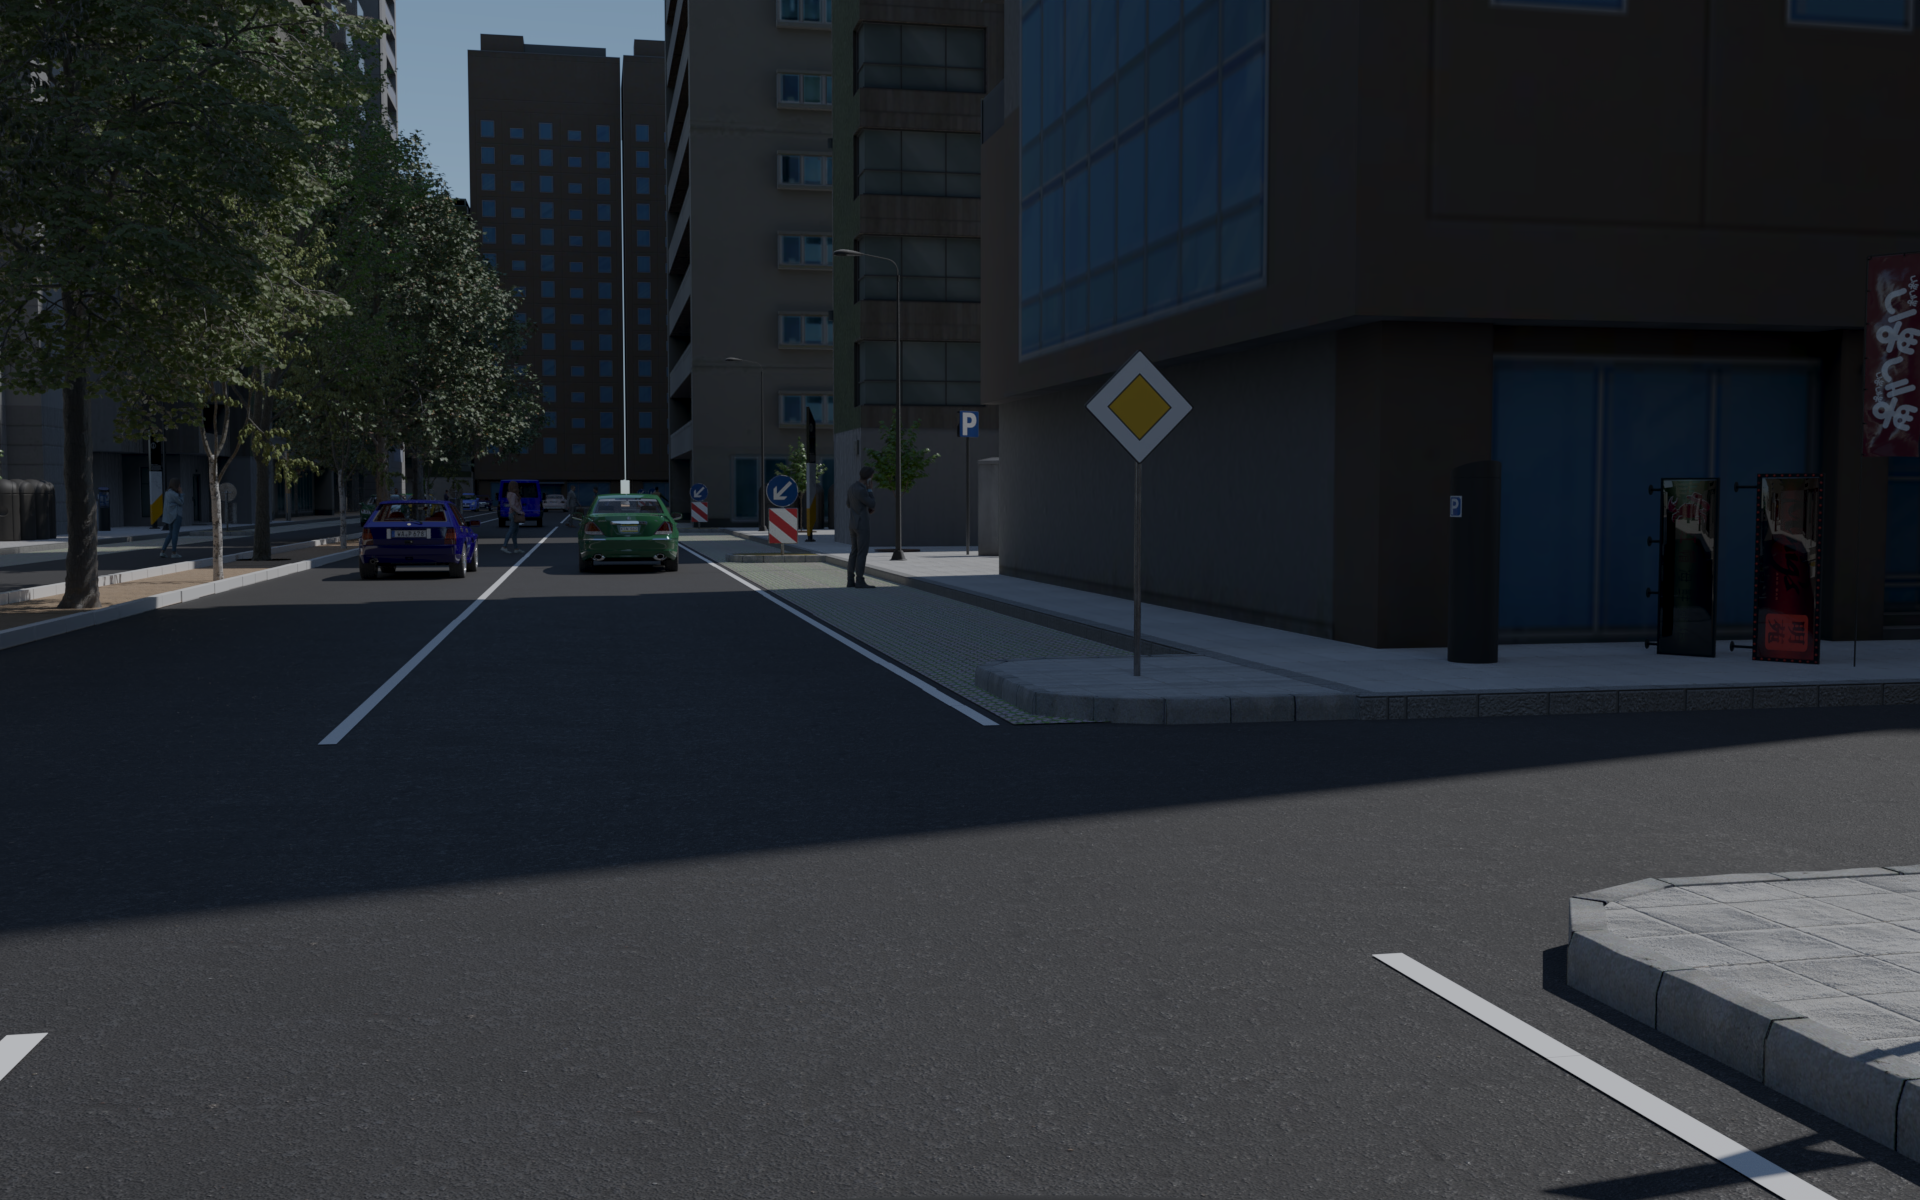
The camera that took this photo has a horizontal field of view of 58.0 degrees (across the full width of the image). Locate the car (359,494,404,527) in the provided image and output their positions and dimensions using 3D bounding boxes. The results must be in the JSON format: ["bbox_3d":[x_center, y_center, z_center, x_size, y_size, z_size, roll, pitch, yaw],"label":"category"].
[{"bbox_3d":[-25.747,-4.028,77.660,2.131,1.459,4.920,-1,4,-12],"label":"car"}]

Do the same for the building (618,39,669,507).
[{"bbox_3d":[-26.770,-32.130,175.437,14.200,45.320,14.600,-1,4,-12],"label":"building"}]

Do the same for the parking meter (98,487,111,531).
[{"bbox_3d":[-29.666,-3.157,60.030,0.372,1.533,0.369,0,3,0],"label":"parking meter"}]

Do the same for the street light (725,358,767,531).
[{"bbox_3d":[-7.309,-5.306,59.302,1.470,5.913,1.316,-1,4,-12],"label":"street light"}]

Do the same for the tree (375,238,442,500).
[{"bbox_3d":[-15.994,-5.620,44.713,4.737,8.622,4.395,0,3,0],"label":"tree"}]

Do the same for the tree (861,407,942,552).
[{"bbox_3d":[-1.465,-2.693,38.639,1.663,3.219,1.824,0,3,0],"label":"tree"}]

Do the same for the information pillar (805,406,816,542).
[{"bbox_3d":[-4.003,-3.375,46.540,0.183,3.616,0.504,1,4,17],"label":"information pillar"}]

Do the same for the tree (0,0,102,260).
[{"bbox_3d":[-9.970,-3.829,15.430,4.360,8.622,3.978,0,3,0],"label":"tree"}]

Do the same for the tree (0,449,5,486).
[{"bbox_3d":[-33.800,-4.048,60.781,1.663,3.219,1.824,0,3,0],"label":"tree"}]

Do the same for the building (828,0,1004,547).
[{"bbox_3d":[3.044,-16.977,49.284,14.160,30.474,14.107,-1,4,-12],"label":"building"}]

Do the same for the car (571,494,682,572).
[{"bbox_3d":[-6.386,-1.314,33.280,2.131,1.459,4.920,-1,4,-11],"label":"car"}]

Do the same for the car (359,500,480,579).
[{"bbox_3d":[-9.534,-1.106,30.665,1.945,1.354,3.894,-1,4,-11],"label":"car"}]

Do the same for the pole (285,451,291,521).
[{"bbox_3d":[-31.951,-5.411,82.313,0.158,3.312,0.155,0,3,0],"label":"pole"}]

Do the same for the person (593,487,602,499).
[{"bbox_3d":[-16.802,-4.368,80.261,0.721,1.781,0.623,-2,4,-27],"label":"person"}]

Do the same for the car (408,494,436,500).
[{"bbox_3d":[-31.352,-5.544,100.865,2.015,1.641,3.980,-1,4,-10],"label":"car"}]

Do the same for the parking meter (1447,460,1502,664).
[{"bbox_3d":[3.926,-0.294,13.222,0.372,1.533,0.369,0,3,0],"label":"parking meter"}]

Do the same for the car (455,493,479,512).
[{"bbox_3d":[-39.687,-7.945,139.490,1.945,1.707,3.694,-1,4,-12],"label":"car"}]

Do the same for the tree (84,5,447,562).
[{"bbox_3d":[-14.801,-6.630,36.616,9.928,11.665,9.643,0,3,0],"label":"tree"}]

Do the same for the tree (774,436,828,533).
[{"bbox_3d":[-5.429,-3.862,57.747,1.663,3.219,1.824,0,3,0],"label":"tree"}]

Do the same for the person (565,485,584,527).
[{"bbox_3d":[-16.631,-4.026,74.443,0.853,1.813,0.709,1,4,12],"label":"person"}]

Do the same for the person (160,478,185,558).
[{"bbox_3d":[-17.728,-1.847,38.955,0.793,1.790,0.793,1,4,10],"label":"person"}]

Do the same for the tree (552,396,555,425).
[{"bbox_3d":[-19.500,-8.719,62.026,9.611,12.733,9.660,0,3,0],"label":"tree"}]

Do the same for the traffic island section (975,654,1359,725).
[{"bbox_3d":[1.267,0.614,12.234,2.009,0.180,2.903,-1,4,-12],"label":"traffic island section"}]

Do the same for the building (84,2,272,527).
[{"bbox_3d":[-36.722,-18.223,69.653,14.160,30.474,14.107,-1,4,-12],"label":"building"}]

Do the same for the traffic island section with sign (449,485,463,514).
[{"bbox_3d":[-24.274,-4.597,83.290,2.006,1.907,1.989,-1,4,-12],"label":"traffic island section with sign"}]

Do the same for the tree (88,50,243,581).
[{"bbox_3d":[-12.107,-4.598,27.996,4.737,8.622,4.395,0,3,0],"label":"tree"}]

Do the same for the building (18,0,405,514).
[{"bbox_3d":[-60.807,-36.637,141.014,28.212,58.520,21.231,-1,4,-12],"label":"building"}]

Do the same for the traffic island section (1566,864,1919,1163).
[{"bbox_3d":[2.928,1.092,4.423,2.009,0.180,2.903,-1,4,-12],"label":"traffic island section"}]

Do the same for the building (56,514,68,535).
[{"bbox_3d":[-36.115,-30.408,39.172,21.231,58.520,28.212,-1,4,-12],"label":"building"}]

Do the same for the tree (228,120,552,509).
[{"bbox_3d":[-17.567,-8.131,52.413,9.611,12.733,9.660,0,3,0],"label":"tree"}]

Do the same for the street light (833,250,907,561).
[{"bbox_3d":[-1.722,-3.709,33.181,1.470,5.913,1.316,-1,4,-12],"label":"street light"}]

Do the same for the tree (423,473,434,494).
[{"bbox_3d":[-48.714,-9.970,157.606,1.663,3.219,1.824,0,3,0],"label":"tree"}]

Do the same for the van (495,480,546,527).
[{"bbox_3d":[-19.438,-4.418,76.619,2.240,2.365,5.245,-1,4,-14],"label":"van"}]

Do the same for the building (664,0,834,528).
[{"bbox_3d":[-1.848,-27.701,76.620,21.300,48.544,21.600,-1,4,-12],"label":"building"}]

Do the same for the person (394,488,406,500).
[{"bbox_3d":[-28.679,-4.825,88.109,1.217,1.743,0.721,-1,4,-10],"label":"person"}]

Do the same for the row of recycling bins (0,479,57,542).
[{"bbox_3d":[-26.120,-2.518,48.276,1.069,1.692,3.534,-1,4,-9],"label":"row of recycling bins"}]

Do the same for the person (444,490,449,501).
[{"bbox_3d":[-33.281,-6.288,112.231,0.530,1.710,0.541,-1,4,-15],"label":"person"}]

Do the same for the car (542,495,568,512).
[{"bbox_3d":[-32.212,-7.678,137.902,2.083,1.381,4.827,-1,4,-10],"label":"car"}]

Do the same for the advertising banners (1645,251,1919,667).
[{"bbox_3d":[6.271,-1.036,13.129,2.074,3.025,0.090,3,5,44],"label":"advertising banners"}]

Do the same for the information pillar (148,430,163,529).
[{"bbox_3d":[-29.598,-4.425,63.711,0.183,3.616,0.504,2,4,26],"label":"information pillar"}]

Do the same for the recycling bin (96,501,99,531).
[{"bbox_3d":[-30.537,-2.971,61.131,0.722,1.027,0.722,-1,4,-17],"label":"recycling bin"}]

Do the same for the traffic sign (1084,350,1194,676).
[{"bbox_3d":[1.246,-0.520,12.152,0.795,2.450,0.064,-1,4,-12],"label":"traffic sign"}]

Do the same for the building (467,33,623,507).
[{"bbox_3d":[-41.133,-32.008,173.434,14.200,45.320,14.600,-1,4,-12],"label":"building"}]

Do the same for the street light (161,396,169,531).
[{"bbox_3d":[-27.365,-5.401,60.841,1.470,5.913,1.316,-1,4,-12],"label":"street light"}]

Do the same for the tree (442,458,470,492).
[{"bbox_3d":[-21.287,-7.118,69.194,4.737,8.622,4.395,0,3,0],"label":"tree"}]

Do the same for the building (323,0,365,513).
[{"bbox_3d":[-52.207,-30.321,115.352,23.786,49.044,30.456,-1,4,-12],"label":"building"}]

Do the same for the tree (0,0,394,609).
[{"bbox_3d":[-11.196,-6.186,21.722,7.486,12.596,7.792,0,3,0],"label":"tree"}]

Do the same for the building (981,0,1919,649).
[{"bbox_3d":[8.648,-22.669,20.745,14.200,45.320,14.600,-1,4,-12],"label":"building"}]

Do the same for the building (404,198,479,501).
[{"bbox_3d":[-54.768,-24.359,169.966,14.107,30.474,14.160,-1,4,-12],"label":"building"}]

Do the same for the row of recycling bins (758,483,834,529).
[{"bbox_3d":[-5.728,-3.445,63.432,3.534,1.692,1.069,1,4,15],"label":"row of recycling bins"}]

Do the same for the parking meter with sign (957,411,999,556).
[{"bbox_3d":[0.730,-2.422,35.856,0.543,3.016,1.738,-3,5,-43],"label":"parking meter with sign"}]

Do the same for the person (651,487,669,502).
[{"bbox_3d":[-15.597,-4.932,89.234,1.348,1.812,0.705,0,4,8],"label":"person"}]

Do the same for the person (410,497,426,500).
[{"bbox_3d":[-29.349,-5.199,94.030,1.217,1.766,0.721,-3,5,-41],"label":"person"}]

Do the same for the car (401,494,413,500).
[{"bbox_3d":[-38.174,-6.753,119.215,1.959,1.807,4.718,-1,4,-13],"label":"car"}]

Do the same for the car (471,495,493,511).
[{"bbox_3d":[-40.738,-8.255,147.548,1.945,1.354,3.894,-1,4,-13],"label":"car"}]

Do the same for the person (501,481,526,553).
[{"bbox_3d":[-10.861,-2.012,41.984,0.643,1.750,0.593,-2,4,-29],"label":"person"}]

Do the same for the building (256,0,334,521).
[{"bbox_3d":[-45.840,-28.529,90.158,21.300,48.544,21.600,-1,4,-12],"label":"building"}]

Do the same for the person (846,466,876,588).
[{"bbox_3d":[-1.474,-1.100,26.287,0.447,1.846,0.655,-2,4,-30],"label":"person"}]
